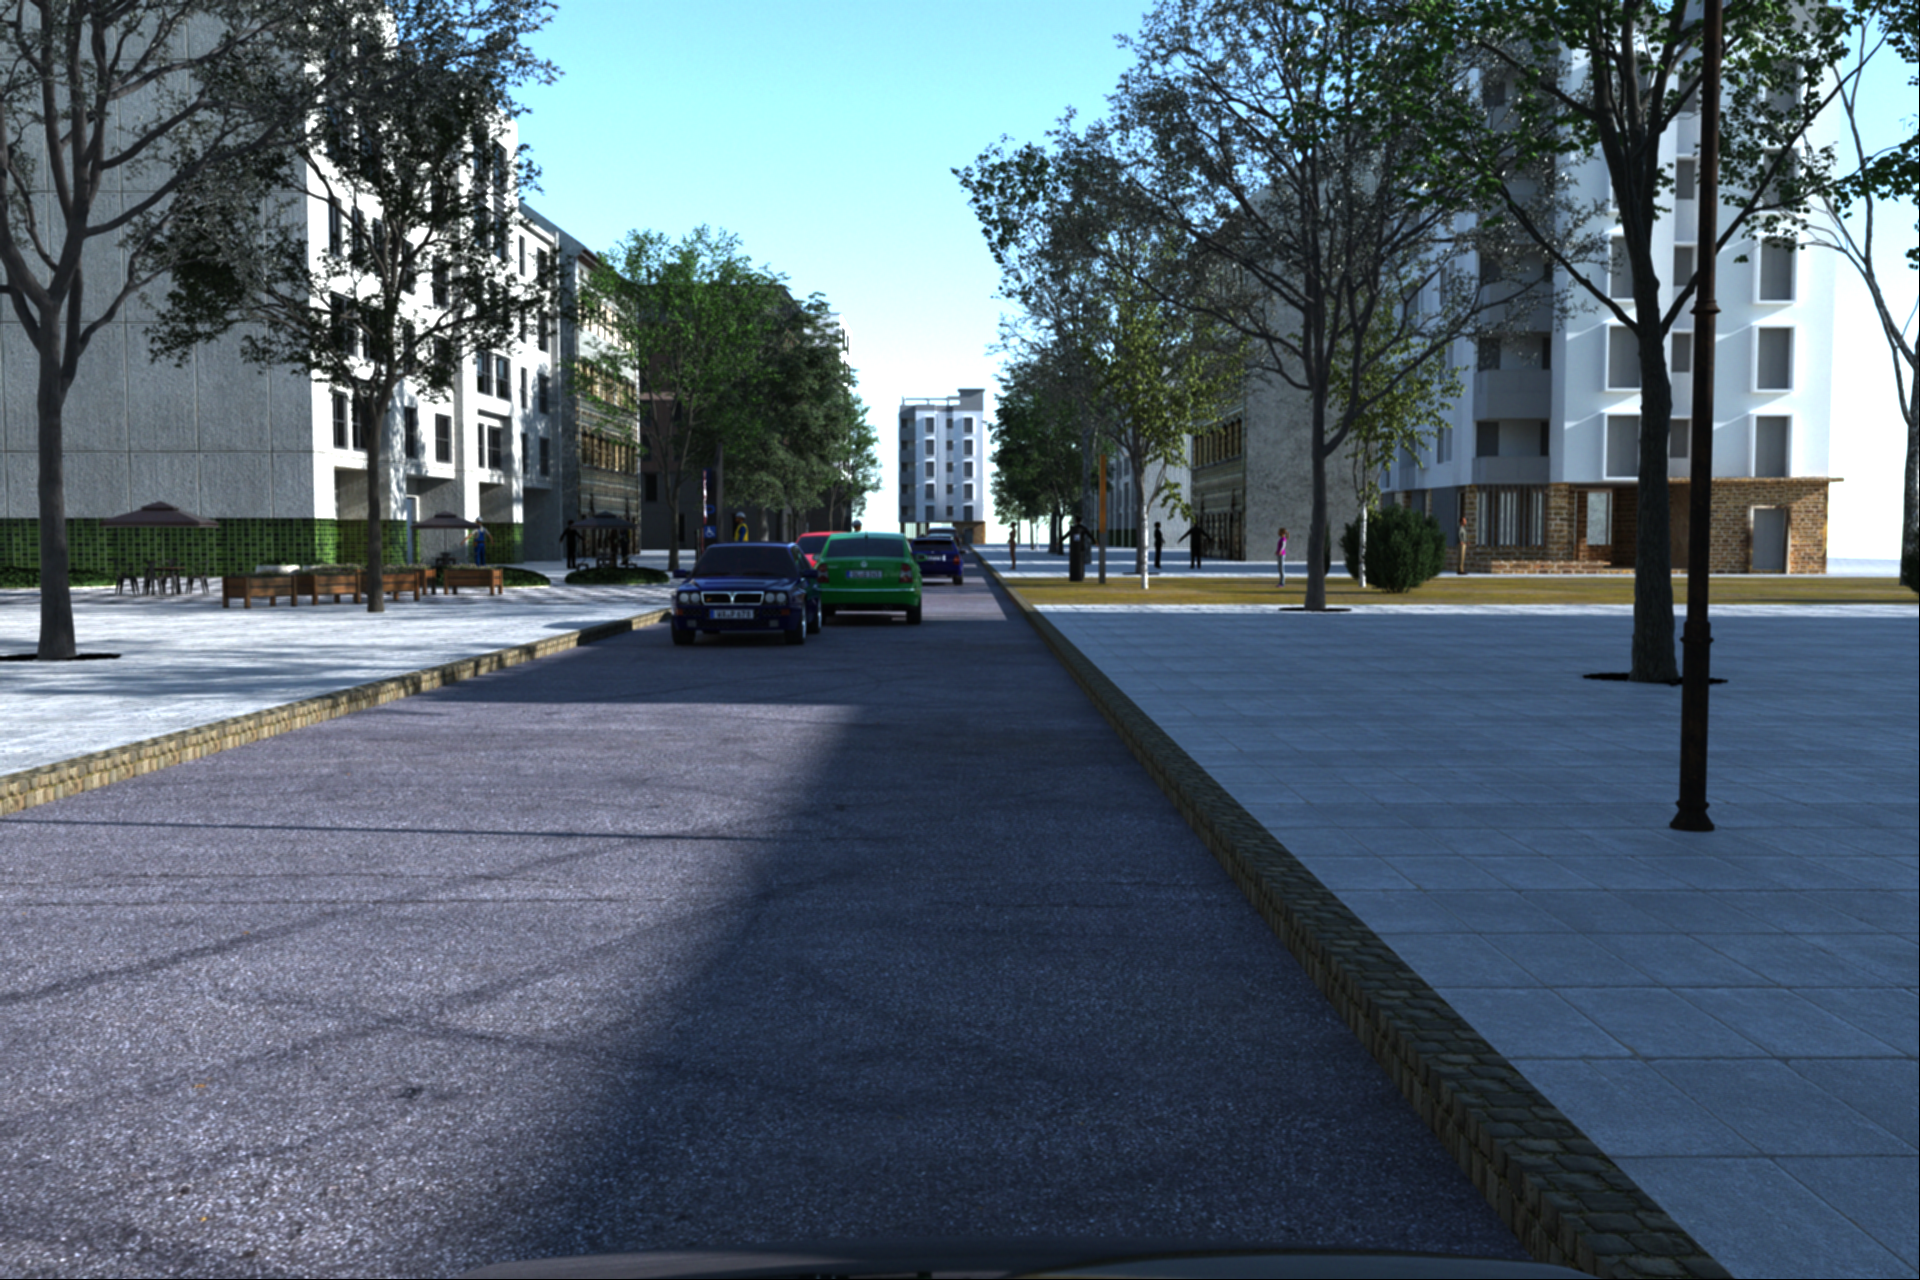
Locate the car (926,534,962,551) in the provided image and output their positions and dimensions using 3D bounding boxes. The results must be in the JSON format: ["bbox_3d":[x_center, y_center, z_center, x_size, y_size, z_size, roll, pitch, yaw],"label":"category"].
[{"bbox_3d":[-0.899,-4.257,79.387,2.009,1.686,4.222,0,4,0],"label":"car"}]

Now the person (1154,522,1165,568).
[{"bbox_3d":[7.483,-3.550,64.770,0.721,1.740,1.216,0,4,-5],"label":"person"}]

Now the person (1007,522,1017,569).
[{"bbox_3d":[1.846,-3.435,62.958,0.721,1.733,1.217,1,4,9],"label":"person"}]

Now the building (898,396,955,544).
[{"bbox_3d":[-7.848,-22.674,229.592,11.380,20.090,16.016,1,4,9],"label":"building"}]

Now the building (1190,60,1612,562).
[{"bbox_3d":[22.471,-15.799,89.243,19.493,23.208,18.063,0,3,0],"label":"building"}]

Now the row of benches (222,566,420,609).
[{"bbox_3d":[-11.550,-0.995,31.733,1.422,0.672,4.104,2,4,29],"label":"row of benches"}]

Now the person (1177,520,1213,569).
[{"bbox_3d":[8.762,-3.558,64.398,1.346,1.802,0.704,0,4,-4],"label":"person"}]

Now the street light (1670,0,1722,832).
[{"bbox_3d":[3.190,-2.115,7.370,0.468,5.910,1.993,0,4,0],"label":"street light"}]

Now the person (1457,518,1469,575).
[{"bbox_3d":[15.867,-2.962,54.694,0.705,1.796,1.348,2,4,25],"label":"person"}]

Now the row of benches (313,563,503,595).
[{"bbox_3d":[-11.825,-1.300,36.721,4.104,0.672,1.422,0,4,3],"label":"row of benches"}]

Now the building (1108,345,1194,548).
[{"bbox_3d":[24.404,-18.613,170.785,16.747,18.905,31.486,0,3,0],"label":"building"}]

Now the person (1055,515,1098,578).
[{"bbox_3d":[3.413,-2.704,50.139,1.347,1.837,0.705,-1,4,-21],"label":"person"}]

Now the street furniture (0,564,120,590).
[{"bbox_3d":[-25.127,-1.698,43.386,5.734,0.657,10.072,-3,4,-39],"label":"street furniture"}]

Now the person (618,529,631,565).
[{"bbox_3d":[-13.833,-4.005,71.255,0.705,1.856,1.354,1,4,14],"label":"person"}]

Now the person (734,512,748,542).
[{"bbox_3d":[-5.525,-2.290,43.415,0.705,1.833,1.349,-1,4,-9],"label":"person"}]

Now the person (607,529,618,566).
[{"bbox_3d":[-13.366,-3.704,66.694,0.704,1.812,1.346,-2,4,-26],"label":"person"}]

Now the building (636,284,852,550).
[{"bbox_3d":[-24.929,-19.215,158.132,27.936,21.610,32.646,0,4,0],"label":"building"}]

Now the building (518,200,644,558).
[{"bbox_3d":[-29.489,-16.463,100.091,19.493,23.208,18.063,0,4,-1],"label":"building"}]

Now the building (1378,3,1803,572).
[{"bbox_3d":[21.971,-12.944,68.055,16.016,20.090,11.380,0,3,0],"label":"building"}]

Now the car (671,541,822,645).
[{"bbox_3d":[-2.867,-0.679,23.684,1.945,1.354,3.894,0,3,0],"label":"car"}]

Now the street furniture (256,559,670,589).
[{"bbox_3d":[-12.745,-1.736,44.005,10.072,0.657,5.734,1,4,18],"label":"street furniture"}]

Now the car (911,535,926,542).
[{"bbox_3d":[-2.525,-6.903,125.449,1.945,1.354,3.894,0,4,0],"label":"car"}]

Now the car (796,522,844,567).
[{"bbox_3d":[-2.732,-1.673,36.389,2.155,1.783,4.494,0,4,0],"label":"car"}]

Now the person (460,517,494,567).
[{"bbox_3d":[-15.685,-3.094,56.448,0.705,1.847,1.347,2,4,35],"label":"person"}]

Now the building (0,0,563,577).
[{"bbox_3d":[-27.446,-12.243,66.636,16.747,18.905,31.486,0,4,0],"label":"building"}]

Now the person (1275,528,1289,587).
[{"bbox_3d":[7.721,-1.998,41.938,0.599,1.433,0.991,0,4,5],"label":"person"}]

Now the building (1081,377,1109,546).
[{"bbox_3d":[23.610,-20.538,202.256,16.747,18.905,31.486,0,3,0],"label":"building"}]

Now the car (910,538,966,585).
[{"bbox_3d":[-0.794,-2.269,49.683,1.945,1.354,3.894,0,4,-1],"label":"car"}]

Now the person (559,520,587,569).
[{"bbox_3d":[-14.323,-3.532,63.935,1.347,1.806,0.705,2,4,31],"label":"person"}]

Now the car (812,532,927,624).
[{"bbox_3d":[-1.523,-1.227,28.857,1.959,1.807,4.718,0,4,-1],"label":"car"}]

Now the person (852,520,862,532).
[{"bbox_3d":[-2.365,-1.977,41.253,0.721,1.772,1.216,-2,4,-33],"label":"person"}]

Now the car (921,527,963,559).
[{"bbox_3d":[-0.945,-5.058,91.368,2.281,1.827,5.304,0,4,-1],"label":"car"}]
